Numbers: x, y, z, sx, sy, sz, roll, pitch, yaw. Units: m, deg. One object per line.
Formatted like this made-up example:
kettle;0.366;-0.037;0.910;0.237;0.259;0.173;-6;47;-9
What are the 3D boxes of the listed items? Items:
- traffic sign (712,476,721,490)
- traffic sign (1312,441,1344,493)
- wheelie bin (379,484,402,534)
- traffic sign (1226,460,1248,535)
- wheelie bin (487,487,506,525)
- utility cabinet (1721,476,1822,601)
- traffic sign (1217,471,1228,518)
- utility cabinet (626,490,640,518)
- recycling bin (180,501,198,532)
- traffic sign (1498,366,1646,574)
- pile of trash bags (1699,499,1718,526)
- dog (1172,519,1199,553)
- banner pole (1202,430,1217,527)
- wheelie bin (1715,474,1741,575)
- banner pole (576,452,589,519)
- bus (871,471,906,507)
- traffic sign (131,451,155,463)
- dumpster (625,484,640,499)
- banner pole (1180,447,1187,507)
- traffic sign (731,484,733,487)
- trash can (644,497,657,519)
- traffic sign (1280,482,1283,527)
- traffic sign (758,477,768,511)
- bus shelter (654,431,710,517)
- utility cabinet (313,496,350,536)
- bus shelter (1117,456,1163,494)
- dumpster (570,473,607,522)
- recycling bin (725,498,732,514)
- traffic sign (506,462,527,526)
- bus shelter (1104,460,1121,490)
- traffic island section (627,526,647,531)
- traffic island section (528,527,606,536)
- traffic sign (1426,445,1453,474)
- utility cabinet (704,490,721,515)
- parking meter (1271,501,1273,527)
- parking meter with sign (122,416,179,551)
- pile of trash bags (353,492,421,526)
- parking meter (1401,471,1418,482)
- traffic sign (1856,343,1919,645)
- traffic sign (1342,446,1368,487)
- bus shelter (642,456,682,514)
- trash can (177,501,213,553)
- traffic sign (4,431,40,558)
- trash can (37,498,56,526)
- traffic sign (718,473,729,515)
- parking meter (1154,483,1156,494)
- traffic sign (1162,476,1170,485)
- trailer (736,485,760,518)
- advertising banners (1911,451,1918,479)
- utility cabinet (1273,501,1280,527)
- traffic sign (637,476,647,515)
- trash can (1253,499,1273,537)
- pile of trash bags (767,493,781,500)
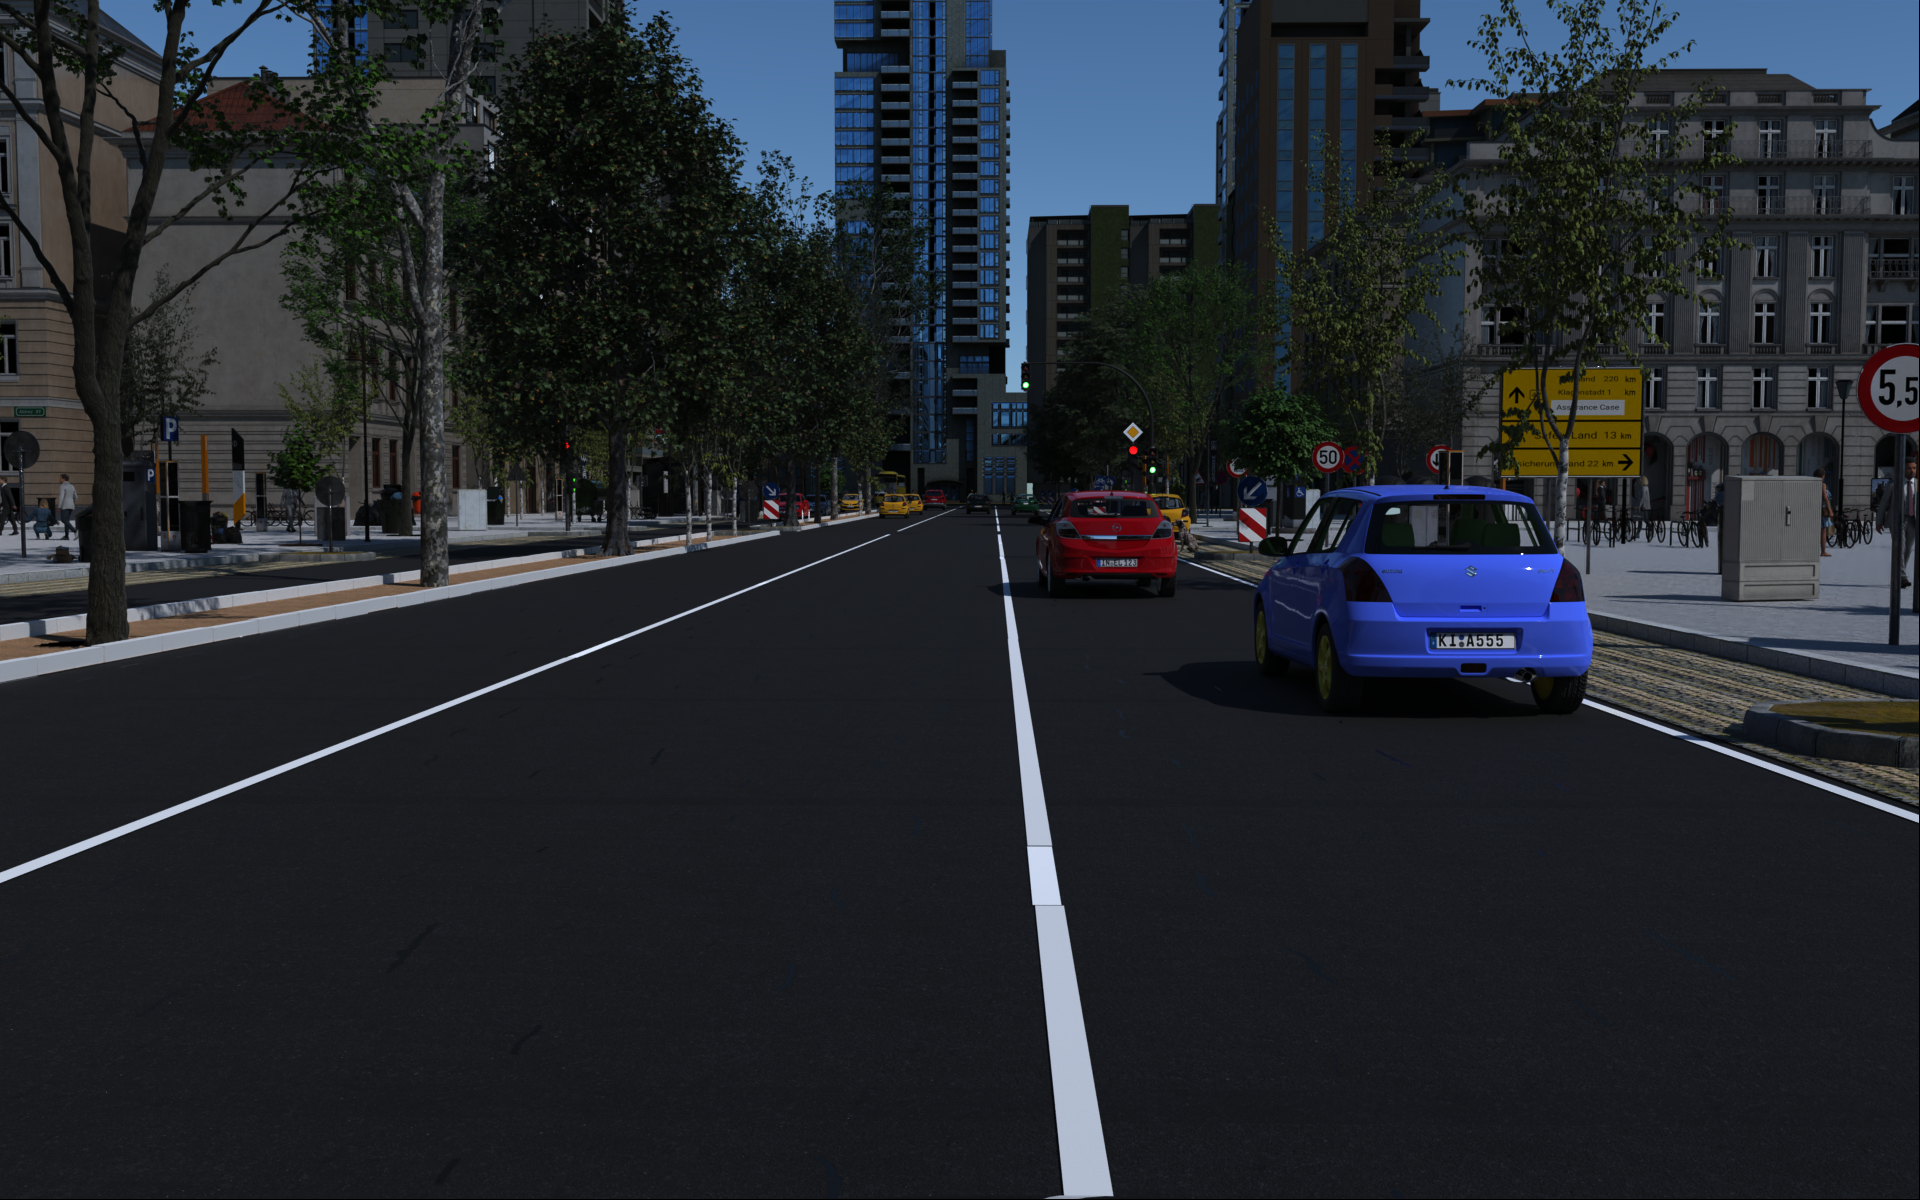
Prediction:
traffic sign;-16.533;-7.204;117.888;0.768;2.556;0.104;0;4;2
traffic sign;8.860;-2.548;41.765;0.768;2.556;0.104;0;4;4
wheelie bin;-18.344;-2.946;56.067;0.980;1.594;0.693;1;4;14
traffic sign;8.751;-3.325;54.464;0.768;2.556;0.104;0;4;3
wheelie bin;-19.413;-3.938;72.300;0.980;1.594;0.693;1;4;20
utility cabinet;9.740;-0.739;20.760;1.173;1.500;0.318;-1;4;-17
traffic sign;14.158;-5.753;94.173;0.768;2.556;0.104;0;4;2
utility cabinet;-17.905;-5.186;93.475;1.173;1.500;0.318;0;4;7
recycling bin;-26.342;-2.863;59.368;0.722;1.027;0.722;1;4;12
traffic sign;9.728;-2.065;27.629;2.265;3.308;0.079;0;4;3
pile of trash bags;31.214;-3.616;68.869;3.447;1.369;1.912;2;4;24
dog;5.592;-1.540;42.022;0.513;0.831;0.800;-3;4;-36
banner pole;9.776;-4.732;67.384;0.401;3.779;0.863;-2;4;-25
wheelie bin;12.370;-1.203;27.573;0.693;1.594;0.980;1;4;21
banner pole;-19.763;-6.146;90.505;0.863;3.779;0.401;-2;4;-32
bus;-7.687;-12.155;190.283;2.896;3.916;12.252;0;4;3
traffic sign;-19.413;-2.389;41.187;0.606;2.300;0.079;1;4;10
dumpster;-18.837;-5.618;97.617;1.264;1.857;1.865;0;4;1
banner pole;11.814;-6.214;91.617;0.401;3.779;0.863;-1;4;-22
traffic sign;-16.287;-7.617;124.642;0.768;2.556;0.104;0;4;8
trash can;-15.954;-4.747;89.263;0.748;1.137;0.748;0;3;0
traffic sign;11.027;-3.626;59.392;0.768;2.556;0.104;0;4;5
traffic sign;-14.615;-7.840;128.291;0.768;2.556;0.104;0;4;7
bus shelter;-16.381;-7.611;102.069;2.179;5.291;8.768;0;4;1
utility cabinet;-19.225;-2.561;53.040;1.020;1.237;0.306;0;4;4
bus shelter;9.703;-6.116;93.918;2.014;3.302;5.546;0;4;1
dumpster;-17.067;-4.685;79.086;1.502;2.255;1.985;0;4;1
recycling bin;-15.086;-6.166;113.361;0.722;1.027;0.722;1;4;23
traffic sign;-17.556;-4.194;68.570;0.884;2.594;0.081;1;4;9
bus shelter;10.917;-7.983;121.797;1.731;3.624;6.357;0;4;1
traffic island section;-13.478;-2.803;68.107;2.009;0.180;2.903;0;4;1
traffic island section;-13.634;-2.315;60.124;2.009;0.180;2.903;0;4;1
traffic sign;12.412;-2.731;44.759;0.768;2.556;0.104;0;4;5
utility cabinet;-14.670;-5.756;102.790;1.173;1.500;0.318;3;5;42
parking meter;11.869;-3.735;66.776;0.399;1.863;0.255;-3;4;-37
parking meter with sign;-18.607;-2.626;39.197;1.738;3.016;0.543;1;4;10
pile of trash bags;-23.044;-3.730;70.741;1.912;1.369;3.447;1;4;20
parking meter;11.353;-2.328;43.774;0.255;1.863;0.399;-2;4;-33
traffic sign;7.956;-0.891;14.678;0.768;2.556;0.104;0;4;7
traffic sign;10.416;-2.791;45.739;0.768;2.556;0.104;0;4;6
bus shelter;-18.829;-7.296;110.579;1.731;3.624;6.357;0;4;1
trash can;-16.600;-1.587;37.606;0.748;1.137;0.748;0;3;0
traffic sign;-18.847;-2.122;34.796;0.768;2.556;0.104;0;4;6
trash can;-36.362;-3.506;68.973;0.748;1.137;0.748;0;3;0
traffic sign;-14.445;-6.477;106.001;0.768;2.556;0.104;0;4;3
parking meter;9.898;-5.091;88.946;0.255;1.863;0.399;1;4;12
traffic sign;14.035;-7.159;117.148;0.768;2.556;0.104;0;4;2
trailer;-12.937;-5.932;104.034;1.471;1.999;3.904;0;4;2
advertising banners;38.548;-4.467;69.228;0.090;3.025;2.074;0;4;-1
utility cabinet;12.571;-3.462;67.769;0.306;1.237;1.020;-2;4;-30
traffic sign;-17.580;-5.724;95.722;0.606;2.300;0.079;1;4;9
trash can;9.044;-2.474;52.100;0.748;1.137;0.748;0;3;0
pile of trash bags;-15.584;-7.875;138.511;3.447;1.369;1.912;-3;5;-43
